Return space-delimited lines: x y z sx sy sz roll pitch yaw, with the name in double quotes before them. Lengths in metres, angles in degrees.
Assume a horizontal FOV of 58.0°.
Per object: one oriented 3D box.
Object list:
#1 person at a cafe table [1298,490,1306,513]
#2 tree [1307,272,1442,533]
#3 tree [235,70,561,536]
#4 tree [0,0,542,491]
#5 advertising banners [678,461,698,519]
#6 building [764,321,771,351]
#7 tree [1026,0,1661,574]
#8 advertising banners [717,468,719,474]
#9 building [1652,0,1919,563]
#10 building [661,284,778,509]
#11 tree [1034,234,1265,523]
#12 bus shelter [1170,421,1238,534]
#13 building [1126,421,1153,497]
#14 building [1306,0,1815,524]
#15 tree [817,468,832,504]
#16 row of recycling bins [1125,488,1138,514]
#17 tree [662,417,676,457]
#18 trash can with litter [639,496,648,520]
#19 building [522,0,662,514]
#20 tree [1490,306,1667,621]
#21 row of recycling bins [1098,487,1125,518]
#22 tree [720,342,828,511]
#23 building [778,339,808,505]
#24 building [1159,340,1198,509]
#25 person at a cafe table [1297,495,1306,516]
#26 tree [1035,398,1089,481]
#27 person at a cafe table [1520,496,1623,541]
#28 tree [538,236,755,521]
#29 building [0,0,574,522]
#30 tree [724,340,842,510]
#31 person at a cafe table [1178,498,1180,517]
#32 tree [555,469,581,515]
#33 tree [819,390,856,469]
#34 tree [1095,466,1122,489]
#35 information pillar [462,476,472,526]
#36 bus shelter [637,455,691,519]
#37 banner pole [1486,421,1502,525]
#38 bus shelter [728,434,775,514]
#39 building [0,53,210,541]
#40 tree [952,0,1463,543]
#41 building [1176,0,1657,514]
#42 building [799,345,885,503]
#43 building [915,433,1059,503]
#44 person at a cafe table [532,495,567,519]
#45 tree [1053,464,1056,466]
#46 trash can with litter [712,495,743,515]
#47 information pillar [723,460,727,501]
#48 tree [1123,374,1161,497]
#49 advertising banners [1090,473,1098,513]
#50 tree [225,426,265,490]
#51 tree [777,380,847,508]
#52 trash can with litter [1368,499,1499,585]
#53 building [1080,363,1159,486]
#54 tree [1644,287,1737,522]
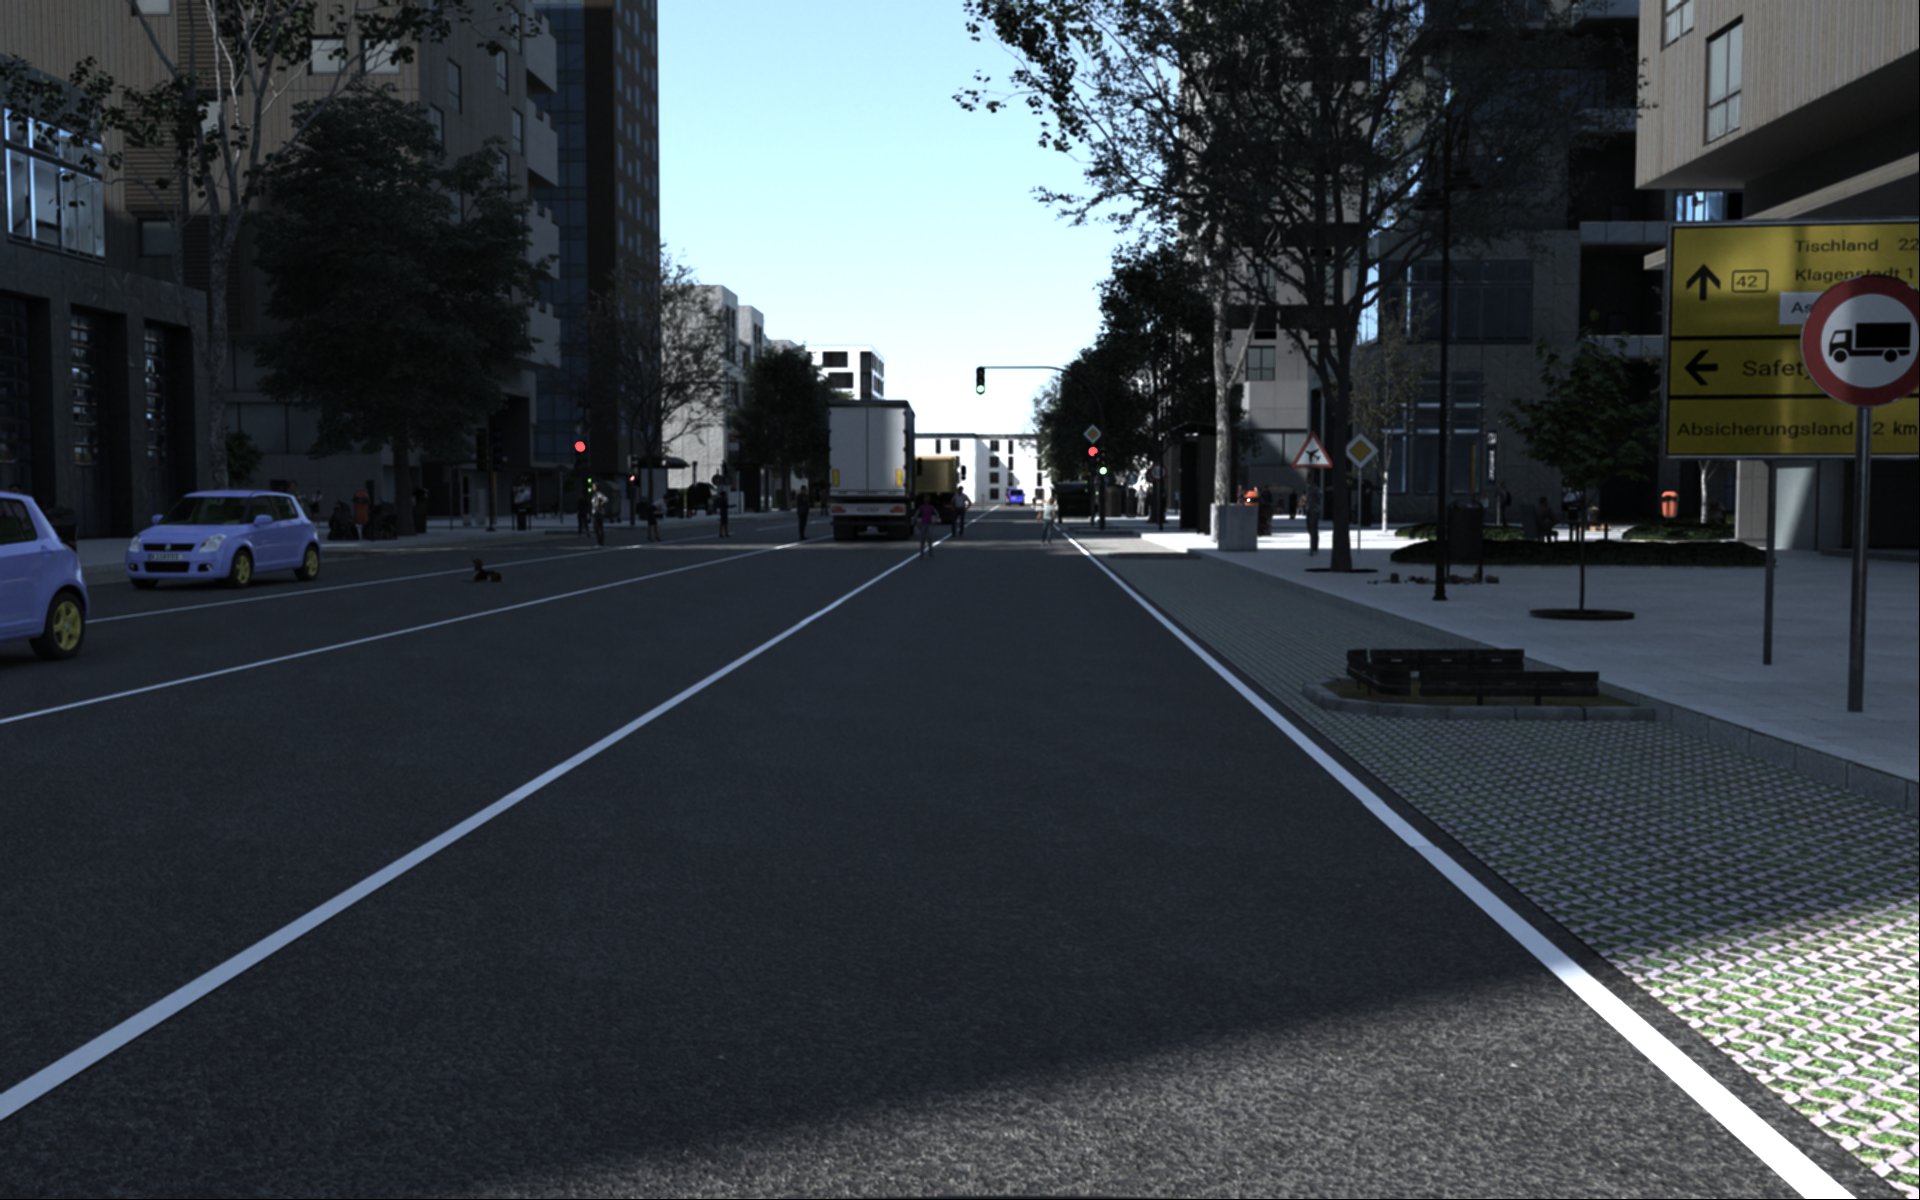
"person at a cafe table" 22.039 -6.156 109.165 1.622 1.524 1.698 1 4 16
"tree" 14.001 -6.561 57.642 4.360 8.622 3.978 0 3 0
"tree" -17.075 -8.935 52.738 9.857 13.997 8.962 0 3 0
"tree" -15.798 -11.216 39.263 12.611 20.169 13.585 0 3 0
"advertising banners" -14.375 -5.839 91.654 0.090 3.025 2.074 1 4 21
"building" -28.008 -20.009 183.562 16.016 20.091 11.380 0 4 2
"tree" 6.180 -7.209 28.240 12.009 13.543 11.850 0 3 0
"advertising banners" -16.205 -7.398 117.141 0.090 3.025 2.074 -1 4 -19
"building" 29.281 -26.801 27.441 28.713 52.752 27.495 0 4 2
"building" -27.849 -18.088 162.189 16.747 18.905 31.486 0 4 2
"tree" 8.601 -9.741 76.277 9.611 12.733 9.660 0 3 0
"bus shelter" 8.216 -4.110 58.479 1.731 3.624 6.357 0 4 2
"building" 24.357 -15.682 198.548 9.099 9.664 28.070 0 4 2
"building" 33.114 -47.146 83.508 31.000 86.520 22.319 0 4 2
"tree" -12.602 -11.306 168.559 4.285 4.588 4.351 0 3 0
"row of recycling bins" 10.432 -6.391 111.603 1.069 1.692 3.534 -1 4 -19
"tree" -24.144 -11.292 134.989 4.360 8.622 3.978 0 3 0
"trash can with litter" -15.820 -4.655 87.491 0.624 1.170 1.055 -2 4 -28
"building" -29.079 -28.722 119.722 14.600 45.320 14.200 0 4 2
"tree" 6.590 -1.424 17.892 1.663 3.219 1.824 0 3 0
"row of recycling bins" 8.254 -5.439 96.038 1.069 1.692 3.534 0 4 -3
"tree" -13.473 -13.107 131.304 9.611 12.733 9.660 0 3 0
"building" -34.858 -20.794 206.436 31.486 18.905 16.747 0 4 2
"building" 33.015 -19.792 167.575 27.936 21.610 32.646 0 4 2
"person at a cafe table" 20.412 -5.520 101.115 1.698 1.238 1.726 -2 4 -35
"tree" 11.211 -15.946 178.849 7.486 12.596 7.792 0 3 0
"person at a cafe table" 12.293 -1.505 35.474 1.726 1.238 1.698 -1 4 -21
"tree" -14.863 -10.551 82.874 12.009 13.543 11.850 0 3 0
"building" -37.335 -30.686 90.961 28.713 52.752 27.495 0 4 2
"tree" -14.247 -14.402 142.132 9.857 13.997 8.962 0 3 0
"person at a cafe table" 13.075 -5.313 97.734 1.726 1.238 1.698 -2 4 -35
"tree" -24.504 -6.890 107.258 1.663 3.219 1.824 0 3 0
"tree" -12.436 -16.579 189.197 7.486 12.596 7.792 0 3 0
"tree" 9.407 -6.899 107.398 1.663 3.219 1.824 0 3 0
"information pillar" -20.024 -4.027 70.328 0.304 2.012 0.304 0 4 -4
"bus shelter" -15.915 -6.043 92.721 2.014 3.302 5.546 0 4 2
"banner pole" 18.298 -4.236 59.281 0.401 3.779 0.863 -2 4 -24
"bus shelter" -14.273 -8.593 118.131 2.179 5.291 8.768 0 4 2
"building" -39.860 -44.629 42.359 31.000 86.520 22.319 0 4 2
"tree" 5.981 -11.494 43.822 12.611 20.169 13.585 0 3 0
"building" 30.334 -32.760 124.871 28.713 52.752 27.495 0 4 2
"building" -27.927 -24.931 251.601 32.646 21.610 27.936 0 4 2
"building" 2.108 -18.330 241.850 28.070 9.664 9.099 0 4 2
"person at a cafe table" -21.356 -4.887 90.762 1.726 1.238 1.698 3 5 40
"tree" 13.352 -16.051 212.790 4.360 8.622 3.978 0 3 0
"trash can with litter" -14.621 -5.919 107.836 2.233 1.210 1.678 0 4 -2
"information pillar" -16.181 -7.828 119.334 0.183 3.616 0.504 -3 4 -36
"tree" 9.670 -9.081 98.839 4.360 8.622 3.978 0 3 0
"advertising banners" 9.652 -7.562 119.826 2.074 3.025 0.090 -3 5 -43
"tree" -32.174 -5.627 75.719 4.285 4.588 4.351 0 3 0
"tree" -13.157 -14.051 155.483 9.928 11.665 9.643 0 3 0
"trash can with litter" 6.903 -0.859 25.110 2.233 1.210 1.678 -1 4 -8
"building" 22.198 -23.743 244.625 11.380 20.091 16.016 0 4 2
"tree" 24.139 -6.455 55.900 4.360 8.622 3.978 0 3 0
